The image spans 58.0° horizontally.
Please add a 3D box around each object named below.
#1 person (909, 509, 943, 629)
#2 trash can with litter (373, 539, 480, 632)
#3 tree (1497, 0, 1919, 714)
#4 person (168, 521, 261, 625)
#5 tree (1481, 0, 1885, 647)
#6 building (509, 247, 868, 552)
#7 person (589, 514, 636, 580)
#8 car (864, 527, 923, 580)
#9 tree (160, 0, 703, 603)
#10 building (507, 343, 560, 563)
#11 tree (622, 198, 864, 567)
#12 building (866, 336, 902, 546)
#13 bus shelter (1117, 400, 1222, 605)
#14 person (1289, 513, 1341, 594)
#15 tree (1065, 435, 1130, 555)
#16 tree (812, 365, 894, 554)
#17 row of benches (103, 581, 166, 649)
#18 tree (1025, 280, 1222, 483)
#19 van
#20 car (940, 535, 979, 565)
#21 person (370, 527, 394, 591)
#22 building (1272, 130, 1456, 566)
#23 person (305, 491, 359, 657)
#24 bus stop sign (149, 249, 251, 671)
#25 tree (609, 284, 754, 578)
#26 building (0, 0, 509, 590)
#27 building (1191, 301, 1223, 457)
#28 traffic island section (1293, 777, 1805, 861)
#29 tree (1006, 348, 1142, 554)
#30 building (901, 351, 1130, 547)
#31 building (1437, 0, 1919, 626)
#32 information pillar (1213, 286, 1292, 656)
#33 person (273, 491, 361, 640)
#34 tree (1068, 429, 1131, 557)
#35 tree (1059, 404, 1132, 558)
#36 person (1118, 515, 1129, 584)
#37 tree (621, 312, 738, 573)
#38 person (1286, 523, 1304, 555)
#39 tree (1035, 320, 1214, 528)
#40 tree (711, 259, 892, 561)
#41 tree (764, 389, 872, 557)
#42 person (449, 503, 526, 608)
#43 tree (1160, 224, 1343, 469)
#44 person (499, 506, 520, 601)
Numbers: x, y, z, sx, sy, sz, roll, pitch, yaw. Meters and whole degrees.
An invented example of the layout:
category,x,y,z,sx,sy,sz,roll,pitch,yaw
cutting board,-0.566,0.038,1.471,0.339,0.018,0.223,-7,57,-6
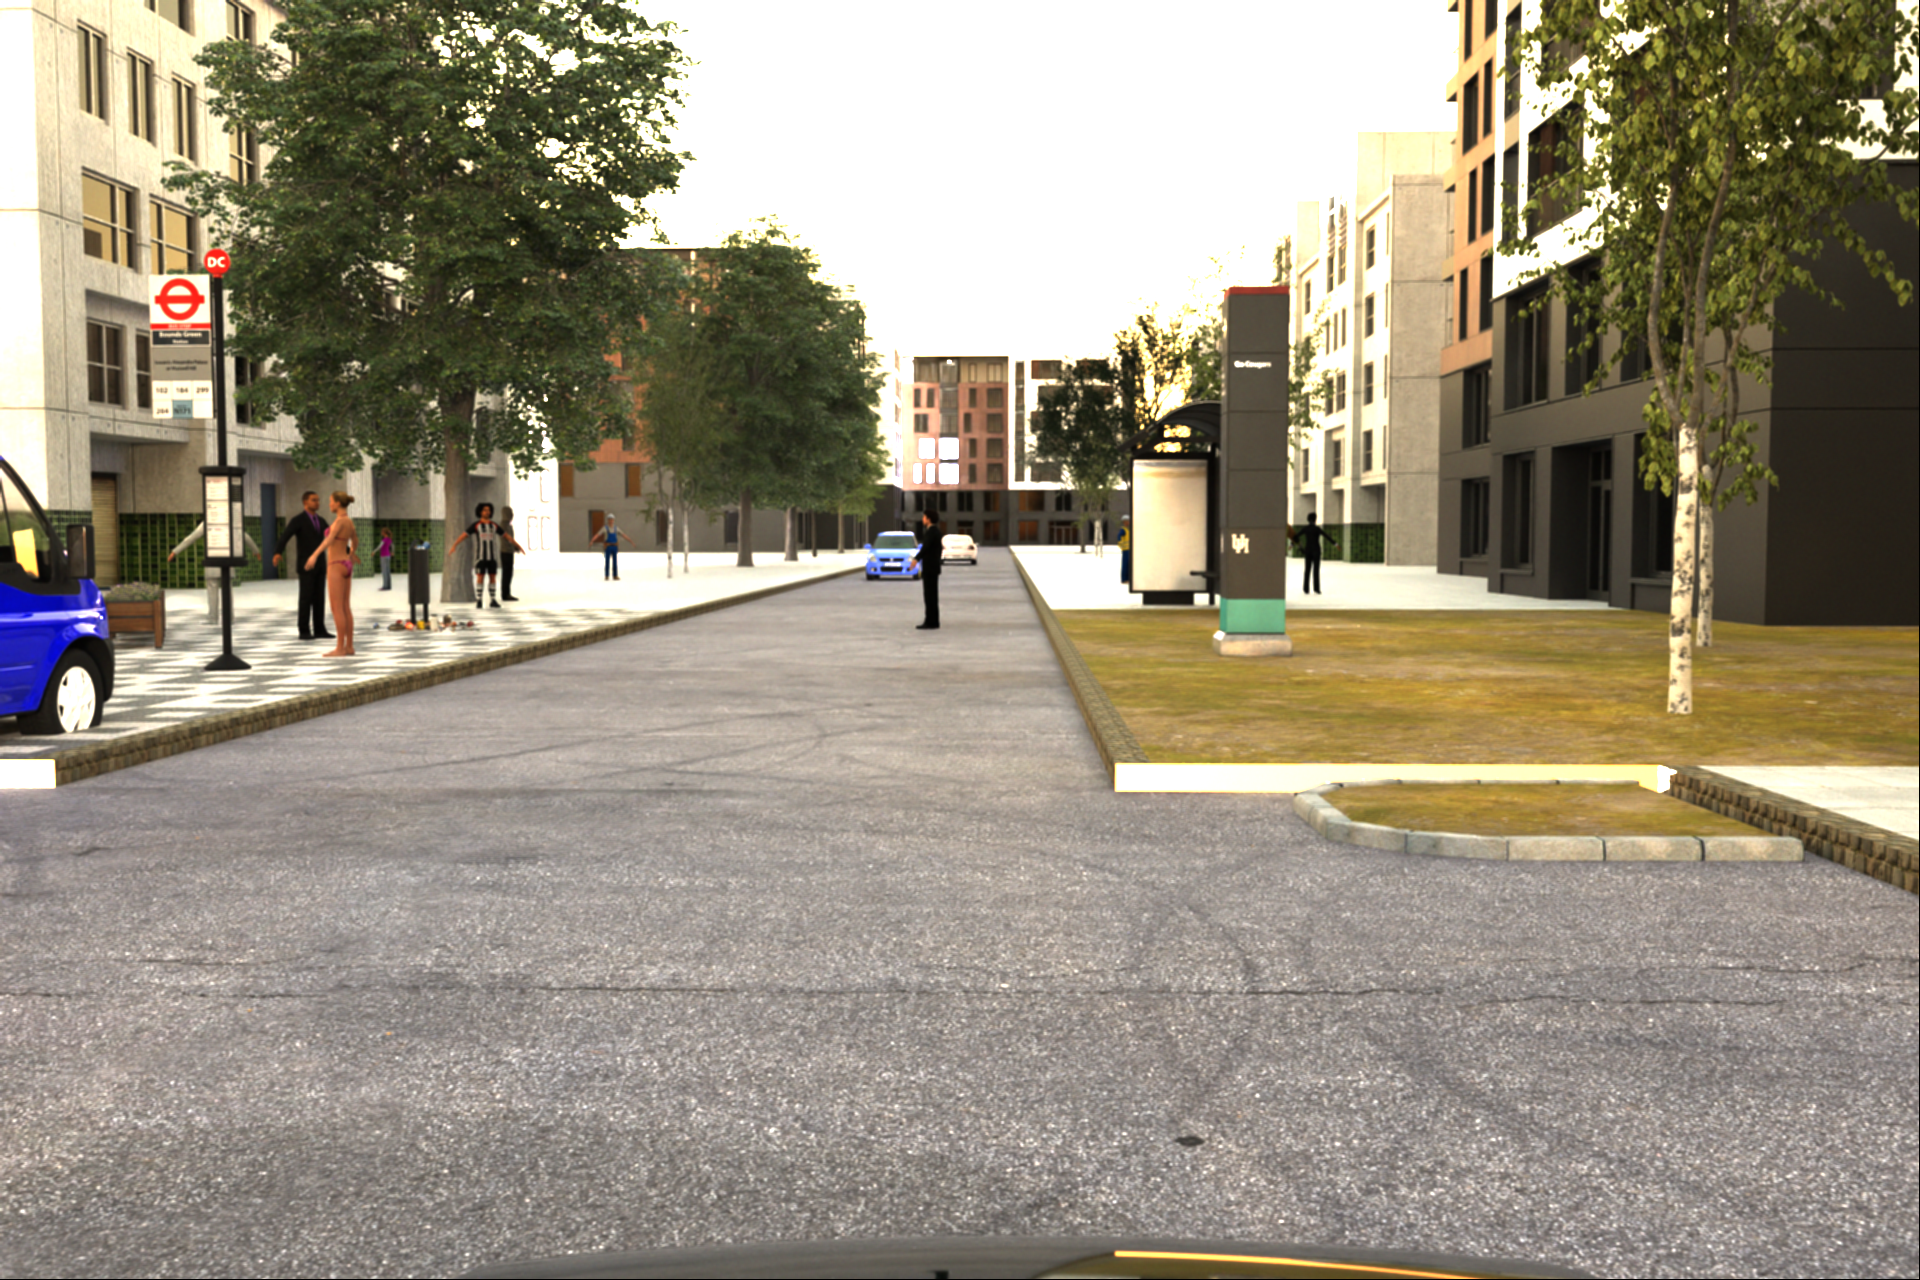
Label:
category,x,y,z,sx,sy,sz,roll,pitch,yaw
person,-0.469,-1.077,26.256,0.705,1.806,1.347,1,4,15
trash can with litter,-7.173,-0.775,23.724,1.678,1.210,2.233,0,4,2
tree,5.403,-3.781,12.188,4.737,8.622,4.395,0,3,0
person,-10.496,-1.120,24.499,0.705,1.806,1.347,3,5,39
tree,8.286,-4.228,19.483,4.737,8.622,4.395,0,3,0
building,-22.647,-18.108,140.047,27.936,21.610,32.646,0,4,2
person,-9.774,-2.611,48.548,1.347,1.847,0.705,-2,4,-29
car,-2.034,-2.769,54.865,1.945,1.707,3.694,0,4,2
tree,-9.537,-7.675,32.139,9.857,13.997,8.962,0,3,0
building,-23.686,-8.625,83.167,9.099,9.664,28.070,0,4,1
tree,-8.443,-9.857,67.814,9.857,13.997,8.962,0,3,0
building,-20.726,-20.354,176.762,27.936,21.610,32.646,0,4,1
bus shelter,3.817,-2.138,28.876,2.014,3.302,5.546,0,4,1
person,7.620,-1.869,37.281,1.216,1.740,0.721,3,4,38
tree,8.283,-9.425,104.459,4.360,8.622,3.978,0,3,0
tree,-8.034,-11.917,112.970,7.486,12.596,7.792,0,3,0
row of benches,-10.030,-0.343,21.066,1.422,0.672,4.104,-2,4,-24
tree,6.631,-7.951,64.407,8.767,10.594,7.601,-1,4,-11
van,-6.721,-0.316,9.554,2.240,2.365,5.245,0,4,1
car,-0.133,-4.260,82.011,2.083,1.381,4.827,0,4,0
person,-13.143,-1.847,39.457,0.599,1.433,0.991,1,4,9
building,25.936,-13.335,84.490,16.747,18.905,31.486,0,4,2
person,-6.598,-0.699,18.226,0.721,1.733,1.217,0,4,1
bus stop sign,-7.167,-1.689,16.320,0.855,3.939,0.416,0,4,2
tree,-8.540,-6.084,49.842,4.360,8.622,3.978,0,3,0
building,-25.711,-11.172,49.125,16.747,18.905,31.486,0,4,1
building,28.449,-16.649,138.661,16.747,18.905,31.486,0,4,2
traffic island section,2.717,0.873,8.591,1.991,0.108,1.994,0,4,1
tree,8.058,-12.470,114.261,12.009,13.543,11.850,0,3,0
building,3.803,-22.045,206.869,32.646,21.610,27.936,0,4,2
building,25.597,-11.948,39.332,27.936,21.610,32.646,0,4,2
information pillar,3.122,-1.777,18.428,0.750,3.857,0.750,0,4,2
person,-7.891,-0.912,21.141,0.704,1.802,1.346,2,4,26
tree,7.556,-9.001,97.530,4.360,8.622,3.978,0,3,0
tree,7.606,-8.656,91.895,4.360,8.622,3.978,0,3,0
person,4.388,-2.350,44.879,0.721,1.772,1.216,2,4,32
tree,-8.999,-6.543,57.335,4.360,8.622,3.978,0,3,0
person,5.782,-1.596,31.858,1.354,1.858,0.705,-1,4,-21
tree,7.269,-8.569,74.519,8.767,10.594,7.601,1,4,10
tree,-8.030,-10.697,81.551,9.857,13.997,8.962,0,3,0
tree,-8.368,-9.871,95.804,7.601,10.594,8.767,-3,4,-36
person,-8.236,-1.467,30.127,1.345,1.843,0.704,-2,4,-32
tree,7.005,-5.618,42.218,4.737,8.622,4.395,0,3,0
person,-8.699,-1.667,33.391,0.705,1.813,1.348,-2,4,-24
